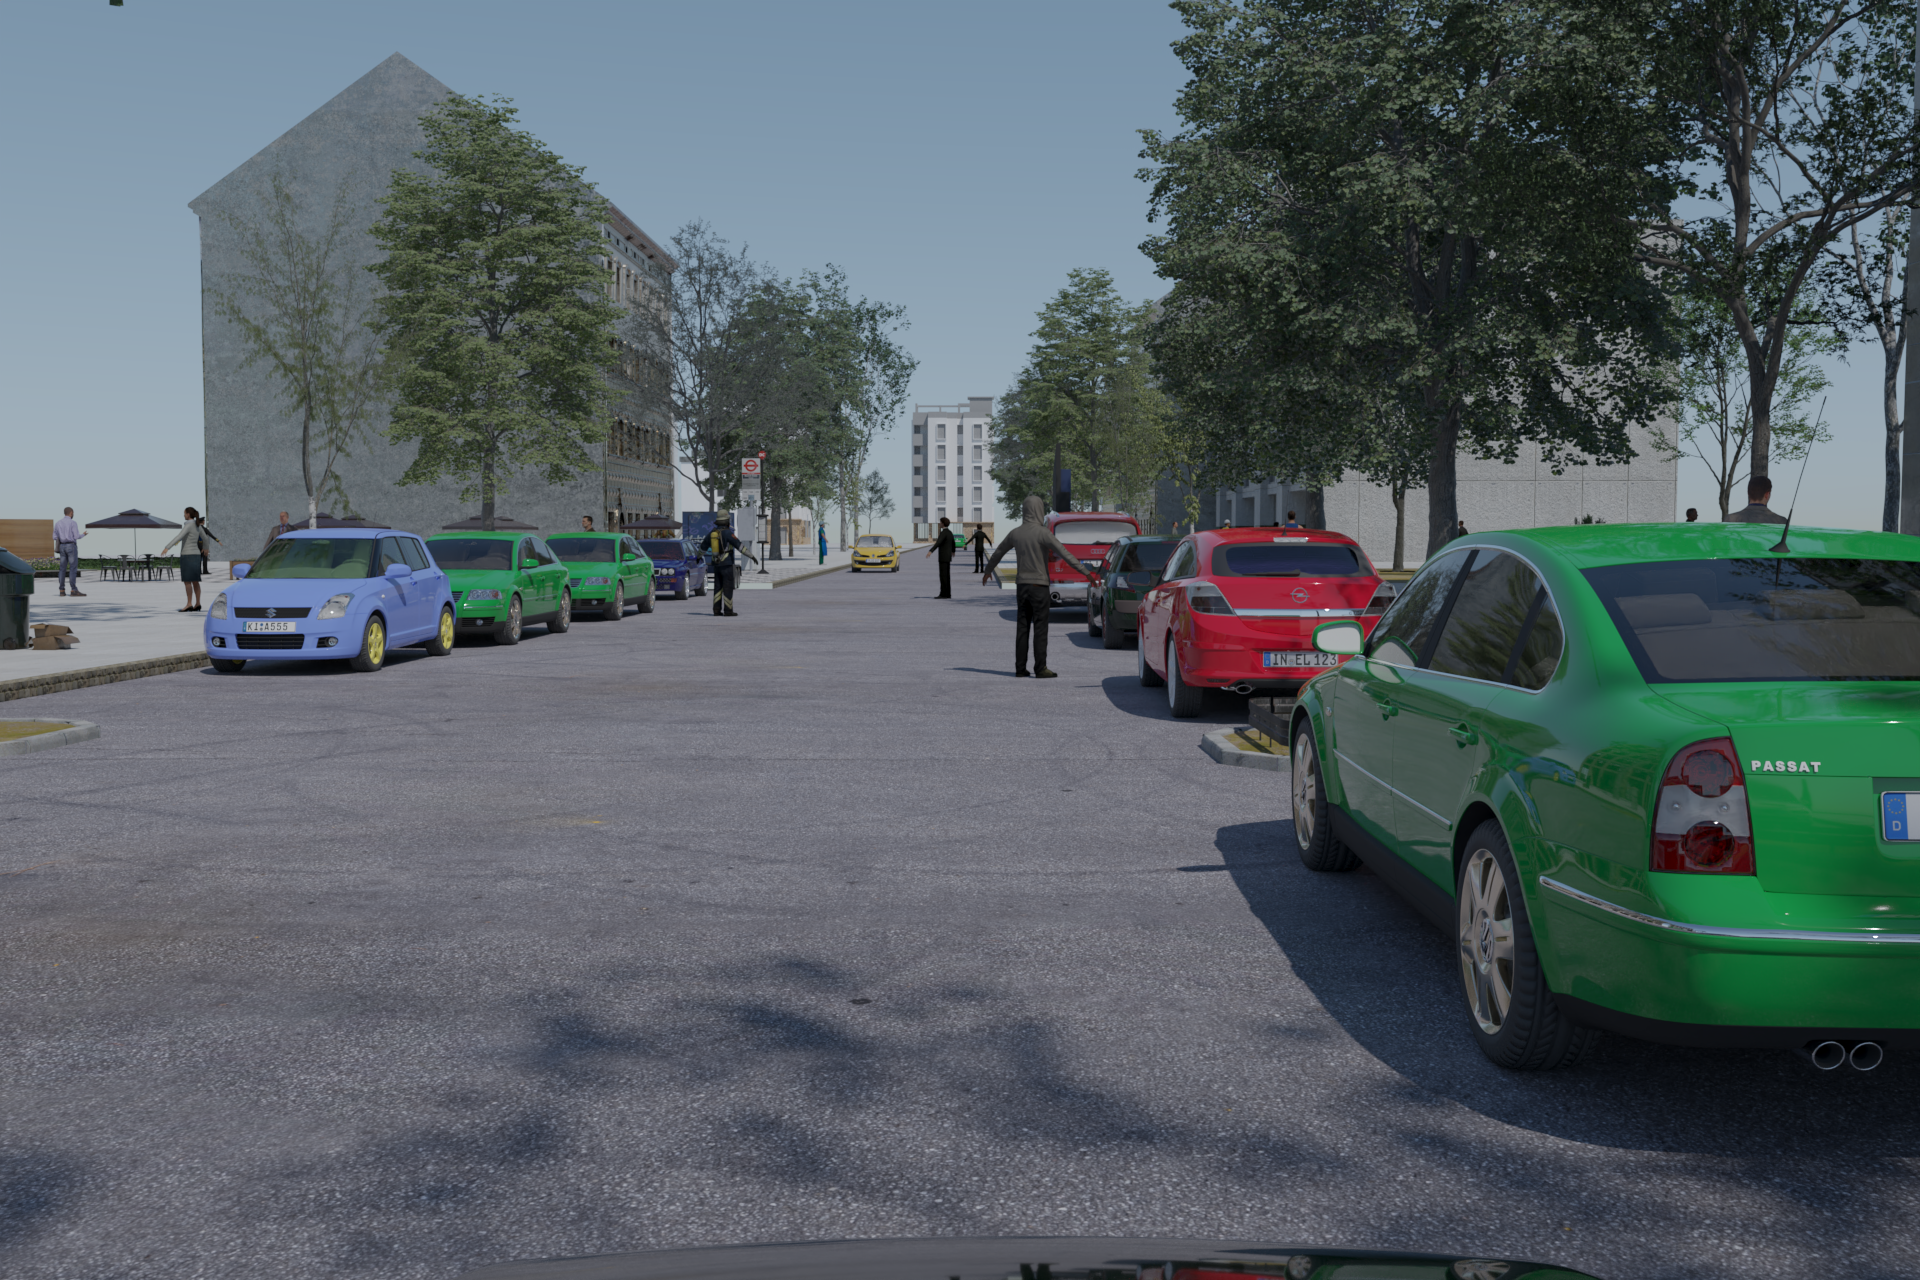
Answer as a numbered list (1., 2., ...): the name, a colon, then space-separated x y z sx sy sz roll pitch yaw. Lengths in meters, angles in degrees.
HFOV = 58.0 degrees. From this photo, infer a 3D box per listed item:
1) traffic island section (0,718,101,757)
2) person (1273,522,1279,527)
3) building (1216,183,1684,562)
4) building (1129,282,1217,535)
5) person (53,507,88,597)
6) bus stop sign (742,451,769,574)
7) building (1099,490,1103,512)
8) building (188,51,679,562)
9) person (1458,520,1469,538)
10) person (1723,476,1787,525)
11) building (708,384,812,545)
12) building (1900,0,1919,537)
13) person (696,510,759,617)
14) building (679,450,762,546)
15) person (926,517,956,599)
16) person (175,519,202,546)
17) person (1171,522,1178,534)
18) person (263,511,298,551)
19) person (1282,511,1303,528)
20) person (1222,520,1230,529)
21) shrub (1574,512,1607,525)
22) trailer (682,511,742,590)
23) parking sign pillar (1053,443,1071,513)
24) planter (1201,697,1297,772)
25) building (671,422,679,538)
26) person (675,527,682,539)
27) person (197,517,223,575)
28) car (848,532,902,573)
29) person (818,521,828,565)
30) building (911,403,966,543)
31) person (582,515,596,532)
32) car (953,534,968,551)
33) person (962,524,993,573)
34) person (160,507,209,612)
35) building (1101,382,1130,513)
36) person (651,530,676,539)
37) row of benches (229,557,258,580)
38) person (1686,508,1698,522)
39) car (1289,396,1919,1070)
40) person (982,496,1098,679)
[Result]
1. traffic island section: -7.051 0.681 11.724 1.991 0.108 1.994 0 4 1
2. person: 11.812 -3.529 64.416 1.216 1.740 0.721 3 5 42
3. building: 24.580 -13.951 94.562 16.747 18.905 31.486 0 4 1
4. building: 22.342 -17.920 123.924 19.493 23.208 18.063 0 4 0
5. person: -18.245 -1.818 35.634 0.709 1.838 0.599 1 4 14
6. bus stop sign: -6.571 -4.098 55.701 0.855 3.939 0.416 0 4 2
7. building: 22.501 -16.568 213.038 9.099 9.664 28.070 0 4 1
8. building: -25.525 -15.753 88.483 19.493 23.208 18.063 0 4 1
9. person: 18.980 -3.638 65.706 1.346 1.802 0.704 -3 4 -38
10. person: 6.626 -0.475 14.334 0.617 1.759 0.750 3 5 43
11. building: -23.820 -21.414 206.544 16.016 20.090 11.380 0 4 0
12. building: 27.008 -12.939 14.758 19.351 26.588 34.151 0 4 1
13. person: -4.107 -1.341 30.166 1.354 1.856 0.705 2 4 31
14. building: -25.776 -14.999 187.376 9.099 9.664 28.070 0 4 1
15. person: -0.364 -1.814 38.309 0.705 1.806 1.347 2 4 25
16. person: -23.624 -2.852 53.095 0.721 1.772 1.216 1 4 13
17. person: 9.173 -4.132 73.823 0.705 1.796 1.348 1 4 15
18. person: -14.091 -1.808 36.151 0.990 1.755 0.434 0 4 6
19. person: 7.493 -2.022 39.222 1.345 1.807 0.704 0 4 2
20. person: 10.265 -3.699 66.455 0.705 1.833 1.349 -1 4 -19
21. shrub: 21.274 -3.311 58.550 1.690 2.028 1.600 0 3 0
22. trailer: -6.484 -2.272 44.198 1.471 1.999 3.904 0 4 0
23. parking sign pillar: 3.047 -3.899 52.221 1.447 3.967 1.447 0 4 -1
24. planter: 2.616 0.605 11.255 1.991 0.319 1.994 0 4 0
25. building: -23.340 -10.664 116.508 9.099 9.664 28.070 0 4 1
26. person: -7.332 -2.499 47.044 0.705 1.806 1.347 3 4 37
27. person: -23.937 -2.986 54.751 1.347 1.837 0.705 1 4 17
28. car: -3.179 -3.377 65.432 2.015 1.641 3.980 0 3 0
29. person: -5.656 -3.988 71.337 0.704 1.817 1.347 -1 4 -16
30. building: -6.427 -23.487 242.889 11.380 20.090 16.016 1 4 9
31. person: -7.611 -1.635 35.329 0.704 1.812 1.346 -3 4 -37
32. car: -0.272 -8.751 151.877 1.959 1.807 4.718 0 4 -1
33. person: 0.685 -3.338 63.220 1.347 1.806 0.705 -3 4 -36
34. person: -12.741 -1.327 28.530 0.721 1.735 1.217 1 4 9
35. building: 25.477 -21.908 189.131 19.493 23.208 18.063 0 4 0
36. person: -12.919 -4.284 75.815 1.354 1.858 0.705 -1 4 -12
37. row of benches: -18.224 -2.019 48.481 4.104 0.672 1.422 0 4 -5
38. person: 14.727 -1.753 34.846 0.705 1.807 1.348 2 4 33
39. car: 2.317 0.172 5.992 1.959 1.807 4.718 0 4 1
40. person: 0.743 -0.532 17.288 1.348 1.813 0.705 2 4 35
